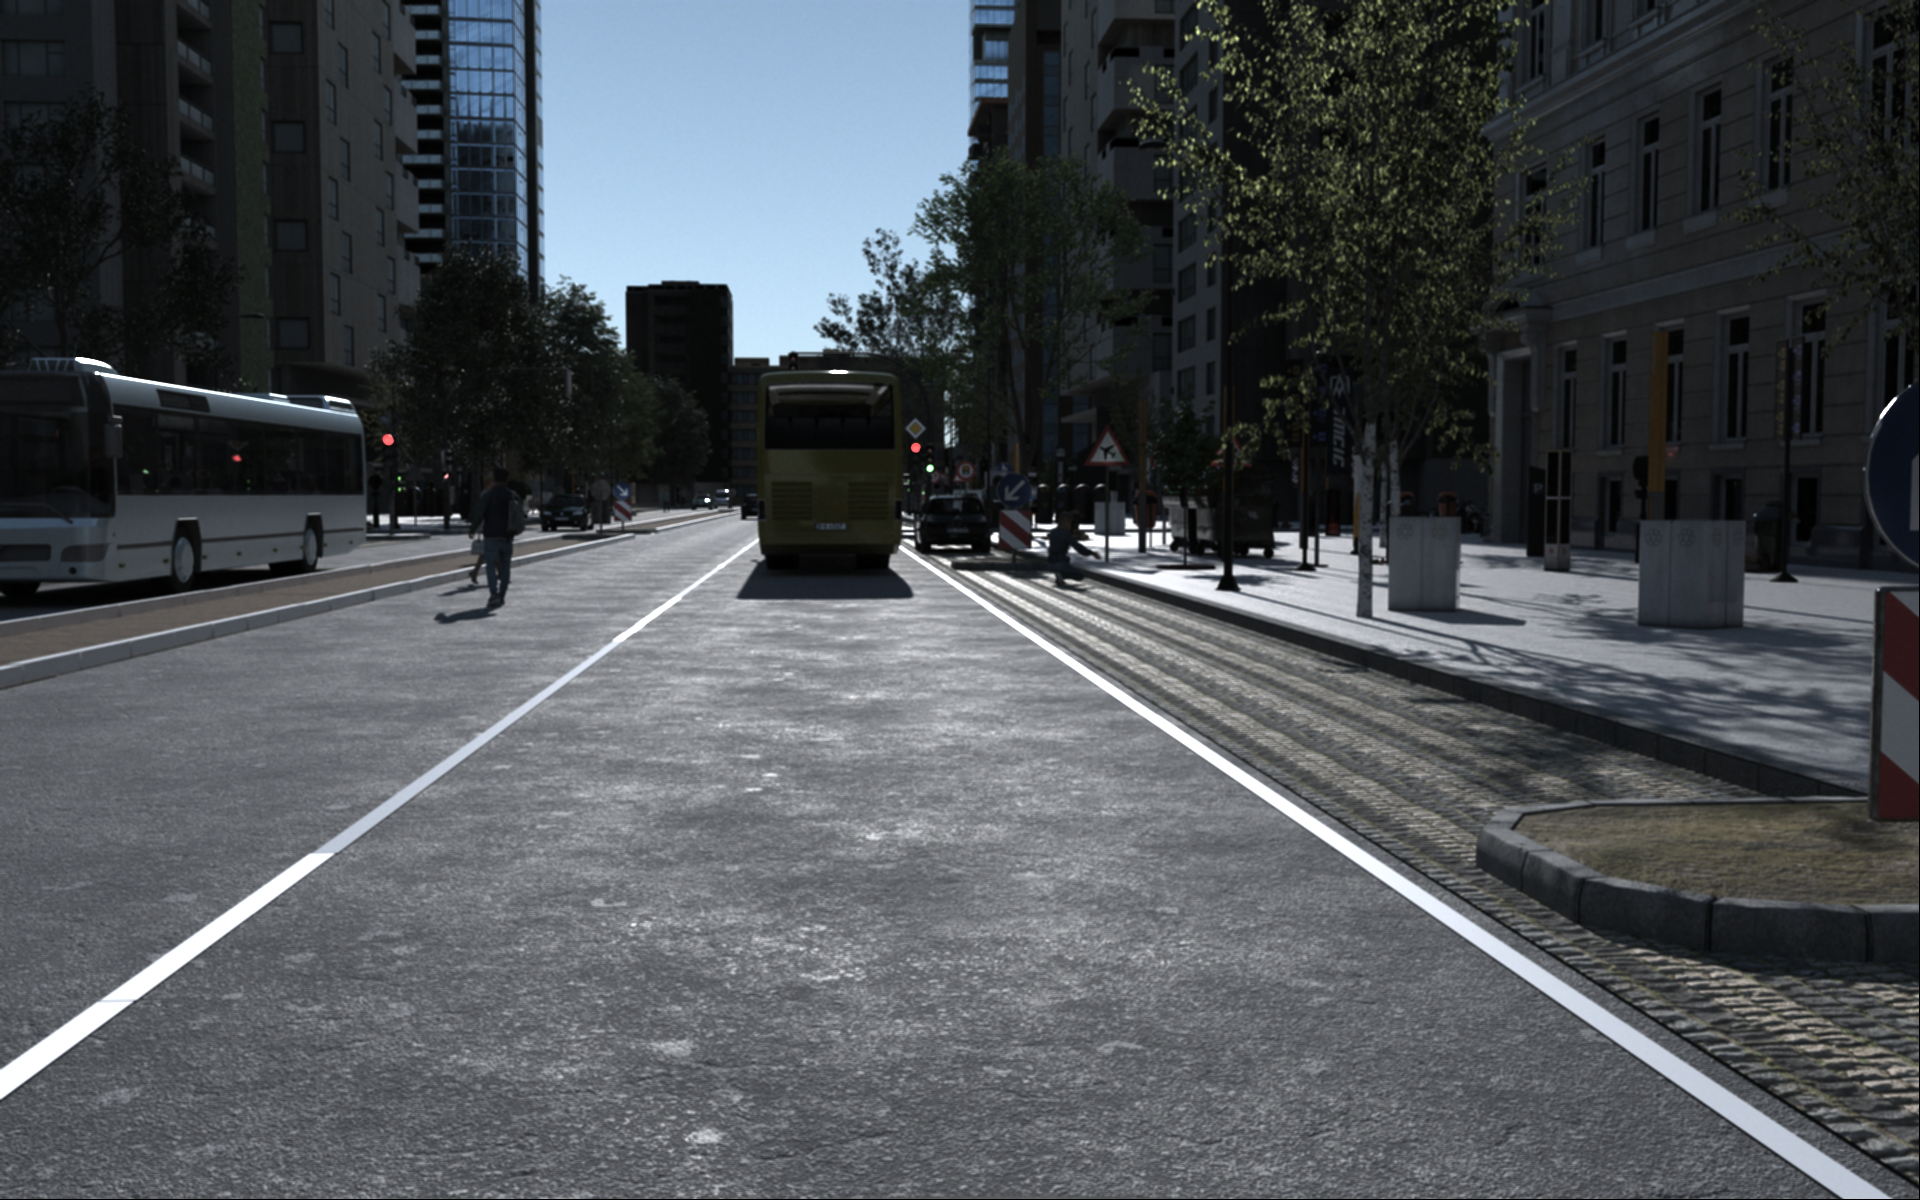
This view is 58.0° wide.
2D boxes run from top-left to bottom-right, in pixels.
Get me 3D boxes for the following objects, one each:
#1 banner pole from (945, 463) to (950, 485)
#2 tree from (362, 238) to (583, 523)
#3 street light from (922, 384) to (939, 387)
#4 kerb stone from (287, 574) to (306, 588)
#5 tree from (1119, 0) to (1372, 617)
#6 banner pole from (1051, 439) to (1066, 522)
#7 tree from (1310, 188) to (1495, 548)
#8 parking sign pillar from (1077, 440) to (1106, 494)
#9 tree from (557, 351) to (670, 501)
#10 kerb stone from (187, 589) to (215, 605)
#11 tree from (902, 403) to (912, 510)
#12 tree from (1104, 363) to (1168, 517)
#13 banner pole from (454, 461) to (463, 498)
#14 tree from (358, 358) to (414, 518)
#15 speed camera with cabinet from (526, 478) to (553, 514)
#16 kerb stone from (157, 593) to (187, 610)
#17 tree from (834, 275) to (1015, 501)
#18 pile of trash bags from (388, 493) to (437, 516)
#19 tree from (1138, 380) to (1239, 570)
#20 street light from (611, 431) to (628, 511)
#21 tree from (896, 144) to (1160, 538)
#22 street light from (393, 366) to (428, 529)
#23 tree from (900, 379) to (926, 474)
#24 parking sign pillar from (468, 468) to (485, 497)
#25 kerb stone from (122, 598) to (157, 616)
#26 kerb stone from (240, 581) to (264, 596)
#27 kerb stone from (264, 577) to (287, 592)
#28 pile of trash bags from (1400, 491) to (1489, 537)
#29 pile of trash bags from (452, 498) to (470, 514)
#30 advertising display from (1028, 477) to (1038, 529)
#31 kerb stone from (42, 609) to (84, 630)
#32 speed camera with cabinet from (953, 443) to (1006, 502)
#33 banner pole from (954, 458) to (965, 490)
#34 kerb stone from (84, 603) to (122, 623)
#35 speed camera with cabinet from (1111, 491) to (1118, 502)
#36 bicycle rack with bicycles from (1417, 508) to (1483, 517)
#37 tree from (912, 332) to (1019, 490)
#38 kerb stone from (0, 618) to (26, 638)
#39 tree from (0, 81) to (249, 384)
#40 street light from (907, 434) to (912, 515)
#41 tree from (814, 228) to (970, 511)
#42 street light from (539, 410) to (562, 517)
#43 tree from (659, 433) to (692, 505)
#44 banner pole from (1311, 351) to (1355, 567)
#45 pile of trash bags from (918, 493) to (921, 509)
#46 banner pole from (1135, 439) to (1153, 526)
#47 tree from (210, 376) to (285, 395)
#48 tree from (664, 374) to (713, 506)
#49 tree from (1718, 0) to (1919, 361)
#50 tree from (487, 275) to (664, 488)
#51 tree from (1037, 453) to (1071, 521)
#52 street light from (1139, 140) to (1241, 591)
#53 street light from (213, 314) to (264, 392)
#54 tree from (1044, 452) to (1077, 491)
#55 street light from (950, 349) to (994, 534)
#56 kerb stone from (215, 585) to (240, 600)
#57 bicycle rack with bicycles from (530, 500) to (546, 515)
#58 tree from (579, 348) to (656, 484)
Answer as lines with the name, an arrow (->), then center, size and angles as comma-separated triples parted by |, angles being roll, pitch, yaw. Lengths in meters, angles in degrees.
banner pole -> -0.977, -9.133, 139.339 | 0.401, 3.779, 0.863 | 2, 4, 33
tree -> -21.714, -9.826, 77.665 | 9.611, 12.733, 9.660 | 0, 3, 0
street light -> -0.902, -6.166, 73.357 | 1.470, 5.913, 1.316 | 0, 4, -5
kerb stone -> -10.325, -0.275, 26.693 | 0.120, 0.150, 1.000 | 0, 4, -5
tree -> 4.102, -4.140, 18.057 | 4.360, 8.622, 3.978 | 0, 3, 0
banner pole -> 4.450, -5.469, 79.430 | 0.863, 3.779, 0.401 | 0, 4, -4
tree -> 10.385, -5.564, 41.341 | 4.737, 8.622, 4.395 | 0, 3, 0
parking sign pillar -> 5.941, -5.492, 78.265 | 1.447, 3.967, 1.447 | 0, 4, 6
tree -> -25.967, -12.058, 122.905 | 9.928, 11.665, 9.643 | 0, 3, 0
kerb stone -> -10.000, -0.026, 22.613 | 0.120, 0.150, 1.000 | 0, 4, -5
tree -> -3.171, -9.827, 111.026 | 4.737, 8.622, 4.395 | 0, 3, 0
tree -> 9.800, -8.889, 95.701 | 4.737, 8.622, 4.395 | 0, 3, 0
banner pole -> -37.528, -8.530, 129.488 | 0.863, 3.779, 0.401 | -3, 4, -38
tree -> -29.341, -8.528, 89.797 | 4.360, 8.622, 3.978 | 0, 3, 0
speed camera with cabinet -> -27.642, -7.339, 114.334 | 0.660, 3.252, 2.038 | 3, 4, 38
kerb stone -> -9.920, 0.039, 21.593 | 0.120, 0.150, 1.000 | 0, 4, -5
tree -> -1.982, -11.427, 97.195 | 12.009, 13.543, 11.850 | 0, 3, 0
pile of trash bags -> -32.366, -5.725, 103.363 | 3.447, 1.369, 1.912 | -1, 4, -9
tree -> 3.875, -2.140, 29.589 | 1.663, 3.219, 1.824 | 0, 3, 0
street light -> -25.282, -9.524, 128.266 | 1.470, 5.913, 1.316 | 0, 4, -5
tree -> 1.995, -7.638, 50.644 | 9.928, 11.665, 9.643 | 0, 3, 0
street light -> -19.983, -5.528, 62.918 | 1.470, 5.913, 1.316 | 0, 4, -5
tree -> -7.943, -16.902, 182.999 | 9.857, 13.997, 8.962 | 0, 3, 0
parking sign pillar -> -37.791, -8.989, 135.445 | 1.447, 3.967, 1.447 | 0, 4, 8
kerb stone -> -9.830, 0.099, 20.572 | 0.120, 0.150, 1.000 | 0, 4, -5
kerb stone -> -10.164, -0.150, 24.654 | 0.120, 0.150, 1.000 | 0, 4, -5
kerb stone -> -10.239, -0.213, 25.675 | 0.120, 0.150, 1.000 | 0, 4, -5
pile of trash bags -> 15.787, -2.852, 56.375 | 3.447, 1.369, 1.912 | -1, 4, -12
pile of trash bags -> -33.320, -6.375, 113.982 | 1.912, 1.369, 3.447 | -2, 4, -35
advertising display -> 2.414, -3.562, 63.445 | 0.974, 1.923, 0.123 | -2, 4, -26
kerb stone -> -9.673, 0.227, 18.524 | 0.120, 0.150, 1.000 | 0, 4, -5
speed camera with cabinet -> 0.758, -4.430, 66.763 | 2.038, 3.252, 0.660 | -2, 4, -27
banner pole -> 0.031, -7.117, 106.388 | 0.863, 3.779, 0.401 | 0, 4, 1
kerb stone -> -9.757, 0.162, 19.548 | 0.120, 0.150, 1.000 | 0, 4, -5
speed camera with cabinet -> 6.949, -5.691, 87.389 | 2.038, 3.252, 0.660 | 2, 4, 35
bicycle rack with bicycles -> 18.893, -3.207, 65.816 | 2.925, 0.926, 2.852 | 1, 4, 19
tree -> 0.586, -7.904, 79.585 | 4.737, 8.622, 4.395 | 0, 3, 0
kerb stone -> -9.589, 0.287, 17.505 | 0.120, 0.150, 1.000 | 0, 4, -5
tree -> -19.418, -6.363, 38.450 | 8.767, 10.594, 7.601 | 1, 4, 20
street light -> -3.663, -8.191, 106.457 | 1.470, 5.913, 1.316 | 0, 4, -5
tree -> -5.387, -16.544, 126.384 | 12.611, 20.169, 13.585 | 0, 3, 0
street light -> -22.661, -7.547, 95.930 | 1.470, 5.913, 1.316 | 0, 4, -5
tree -> -33.348, -15.665, 206.482 | 4.360, 8.622, 3.978 | 0, 3, 0
banner pole -> 6.493, -2.468, 30.362 | 0.863, 3.779, 0.401 | 2, 4, 35
pile of trash bags -> -2.949, -7.606, 134.116 | 1.912, 1.369, 3.447 | 0, 4, -4
banner pole -> 7.449, -4.882, 69.841 | 0.863, 3.779, 0.401 | 3, 5, 43
tree -> -19.886, -3.936, 48.072 | 4.285, 4.588, 4.351 | 0, 3, 0
tree -> -30.282, -16.851, 182.173 | 9.857, 13.997, 8.962 | 0, 3, 0
tree -> 11.134, -4.239, 19.667 | 4.360, 8.622, 3.978 | 0, 3, 0
tree -> -23.823, -11.979, 102.513 | 9.857, 13.997, 8.962 | 0, 3, 0
tree -> 4.467, -5.310, 81.419 | 1.663, 3.219, 1.824 | 0, 3, 0
street light -> 3.049, -3.084, 22.973 | 1.470, 5.913, 1.316 | 0, 4, -5
street light -> -18.615, -4.413, 44.693 | 1.470, 5.913, 1.316 | 0, 4, -5
tree -> 8.173, -9.125, 132.911 | 4.285, 4.588, 4.351 | 0, 3, 0
street light -> 0.380, -5.074, 55.495 | 1.470, 5.913, 1.316 | 0, 4, -5
kerb stone -> -10.086, -0.081, 23.633 | 0.120, 0.150, 1.000 | 0, 4, -5
bicycle rack with bicycles -> -25.029, -5.816, 108.469 | 2.925, 0.926, 2.852 | 2, 4, 31
tree -> -26.906, -13.224, 134.332 | 7.486, 12.596, 7.792 | 0, 3, 0
